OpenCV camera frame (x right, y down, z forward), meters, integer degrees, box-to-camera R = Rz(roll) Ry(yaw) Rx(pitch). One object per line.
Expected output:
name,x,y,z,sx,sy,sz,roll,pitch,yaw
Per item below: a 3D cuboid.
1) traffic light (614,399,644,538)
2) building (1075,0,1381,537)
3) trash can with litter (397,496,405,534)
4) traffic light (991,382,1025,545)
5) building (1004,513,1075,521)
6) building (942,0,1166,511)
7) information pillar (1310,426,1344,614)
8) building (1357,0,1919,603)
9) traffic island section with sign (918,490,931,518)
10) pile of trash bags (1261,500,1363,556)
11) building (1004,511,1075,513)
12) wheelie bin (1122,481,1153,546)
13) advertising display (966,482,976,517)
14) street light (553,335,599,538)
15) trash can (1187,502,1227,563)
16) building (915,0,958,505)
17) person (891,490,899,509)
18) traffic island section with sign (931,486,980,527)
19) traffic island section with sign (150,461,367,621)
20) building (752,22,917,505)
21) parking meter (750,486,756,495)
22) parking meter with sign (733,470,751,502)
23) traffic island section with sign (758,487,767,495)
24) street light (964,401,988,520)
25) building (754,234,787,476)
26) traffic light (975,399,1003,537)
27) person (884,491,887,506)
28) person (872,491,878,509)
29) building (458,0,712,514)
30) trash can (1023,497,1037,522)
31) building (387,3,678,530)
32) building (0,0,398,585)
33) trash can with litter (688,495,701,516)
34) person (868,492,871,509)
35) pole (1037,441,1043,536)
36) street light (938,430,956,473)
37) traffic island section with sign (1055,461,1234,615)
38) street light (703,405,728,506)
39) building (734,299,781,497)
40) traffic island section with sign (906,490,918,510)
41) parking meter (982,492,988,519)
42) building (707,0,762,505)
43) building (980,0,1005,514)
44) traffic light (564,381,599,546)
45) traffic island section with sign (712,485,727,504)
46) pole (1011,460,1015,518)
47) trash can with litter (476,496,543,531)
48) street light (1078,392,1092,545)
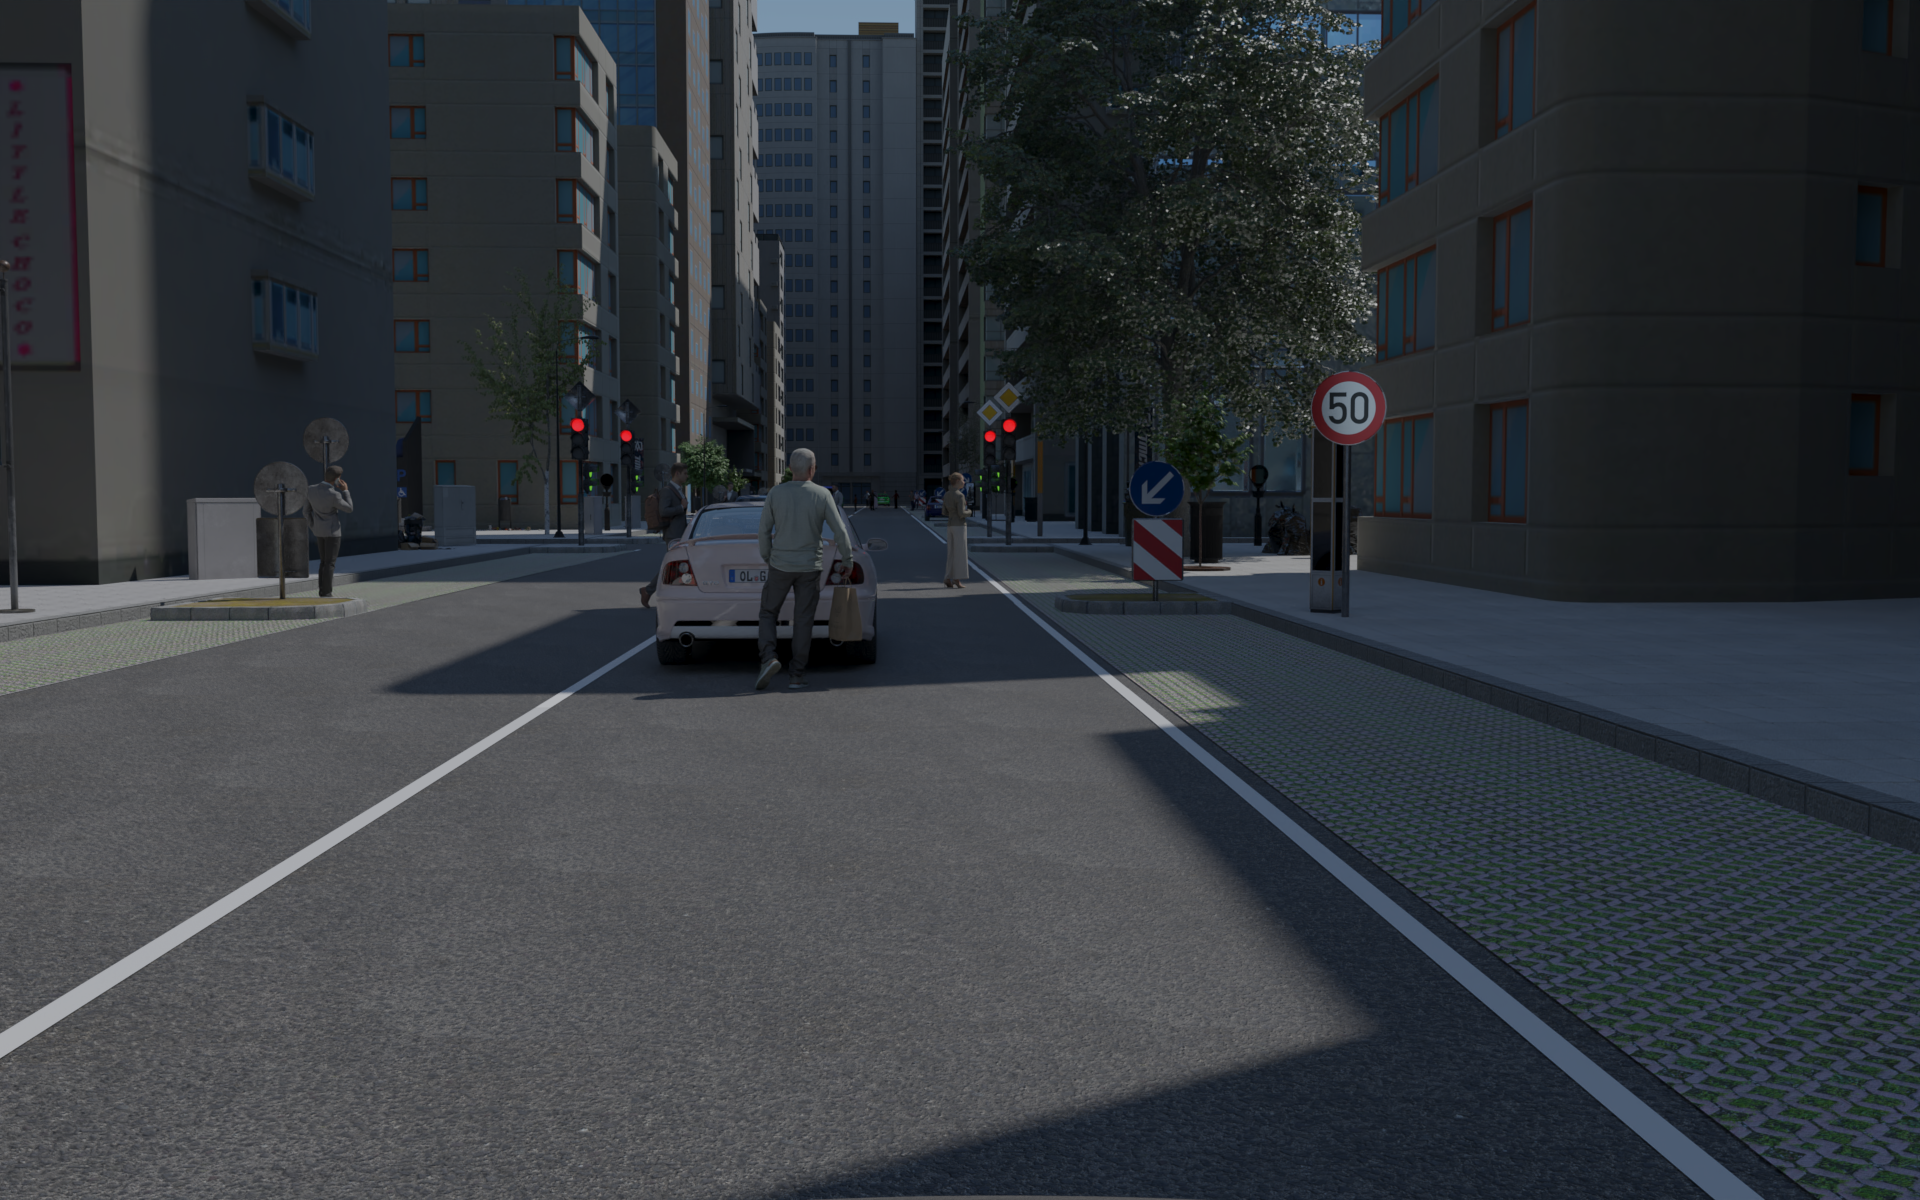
traffic light,-9.743,-3.794,50.951,0.839,4.253,0.868,0,4,-2
building,19.833,-45.729,60.335,31.000,86.520,22.319,0,4,-2
trash can with litter,-18.283,-2.747,55.978,1.678,1.210,2.233,-1,4,-20
traffic light,1.199,-3.335,43.441,0.839,4.253,0.868,0,4,-2
building,13.698,-28.549,90.484,21.300,48.544,21.600,0,4,-2
building,9.273,-33.207,166.635,21.300,48.544,21.600,0,4,-2
information pillar,3.994,-0.869,18.707,0.304,2.012,0.304,-3,5,-45
building,21.154,-10.387,14.873,27.650,21.520,28.899,0,4,-2
traffic island section with sign,-1.307,-5.775,103.041,1.989,1.847,2.006,0,4,-2
pile of trash bags,7.538,-1.627,36.349,1.912,1.369,3.447,0,4,-1
building,10.897,-31.891,145.125,21.300,48.544,21.600,0,4,-2
wheelie bin,4.408,-2.112,42.437,0.980,1.594,0.693,2,4,26
advertising display,0.595,-5.569,96.264,0.123,1.923,0.974,-2,4,-28
street light,-11.248,-4.785,50.778,1.470,5.913,1.316,0,4,-2
trash can,4.602,-1.265,32.333,0.748,1.137,0.748,0,3,0
building,4.650,-47.841,220.457,20.611,71.187,20.563,0,4,-2
person,-6.229,-9.726,167.478,0.705,1.831,1.348,2,4,35
traffic island section with sign,-0.141,-4.127,76.111,1.989,1.847,2.006,0,4,-2
traffic island section with sign,-8.148,-0.721,20.417,1.989,1.847,2.006,0,4,-2
building,-19.746,-41.467,219.979,28.212,58.520,21.231,0,4,-2
parking meter,-14.595,-7.113,122.004,0.399,1.863,0.255,2,4,26
parking meter with sign,-15.404,-7.848,124.574,1.738,3.016,0.543,0,4,2
traffic island section with sign,-11.716,-5.819,103.771,1.989,1.847,2.006,0,4,-2
street light,0.886,-6.978,86.630,1.470,5.913,1.316,0,4,-2
building,-26.538,-25.786,193.297,14.107,30.474,14.160,0,4,-2
traffic light,0.857,-3.823,51.419,0.839,4.253,0.868,0,4,-2
person,-8.805,-11.801,201.998,0.434,1.755,0.990,2,4,25
person,-8.130,-9.590,165.962,0.621,1.740,0.551,2,4,33
building,-24.220,-28.428,114.903,14.600,45.320,14.200,0,4,-2
trash can,3.283,-4.170,79.832,0.748,1.137,0.748,0,3,0
building,-27.883,-14.092,75.448,27.650,21.520,28.899,0,4,-2
building,-22.800,-24.654,26.800,21.600,48.544,21.300,0,4,-2
trash can with litter,-15.595,-5.469,100.483,2.233,1.210,1.678,0,4,-1
person,-8.958,-9.882,171.546,0.415,1.643,0.593,-3,5,-40
pole,2.425,-3.578,52.347,0.158,3.312,0.155,0,3,0
street light,-0.885,-9.395,126.149,1.470,5.913,1.316,0,4,-2
traffic island section with sign,2.202,-0.778,21.350,1.989,1.847,2.006,0,4,-2
street light,-12.817,-7.216,90.515,1.470,5.913,1.316,0,4,-2
building,-32.089,-19.710,167.301,27.650,21.520,28.899,0,4,-2
traffic island section with sign,-4.613,-10.503,180.356,1.989,1.847,2.006,0,4,-2
parking meter,1.323,-4.983,89.875,0.372,1.533,0.369,0,3,0
building,-30.315,-33.579,138.254,28.713,52.752,27.495,0,4,-2
building,8.283,-26.465,116.294,14.154,41.232,14.086,0,4,-2
traffic light,-9.402,-3.306,42.973,0.839,4.253,0.868,0,4,-2
traffic island section with sign,-10.546,-4.140,76.324,1.989,1.847,2.006,0,4,-2
pole,2.831,-6.010,92.101,0.158,3.312,0.155,0,3,0
trash can with litter,-15.715,-3.038,60.734,2.233,1.210,1.678,2,4,24
street light,2.623,-4.339,43.489,1.470,5.913,1.316,0,4,-2
